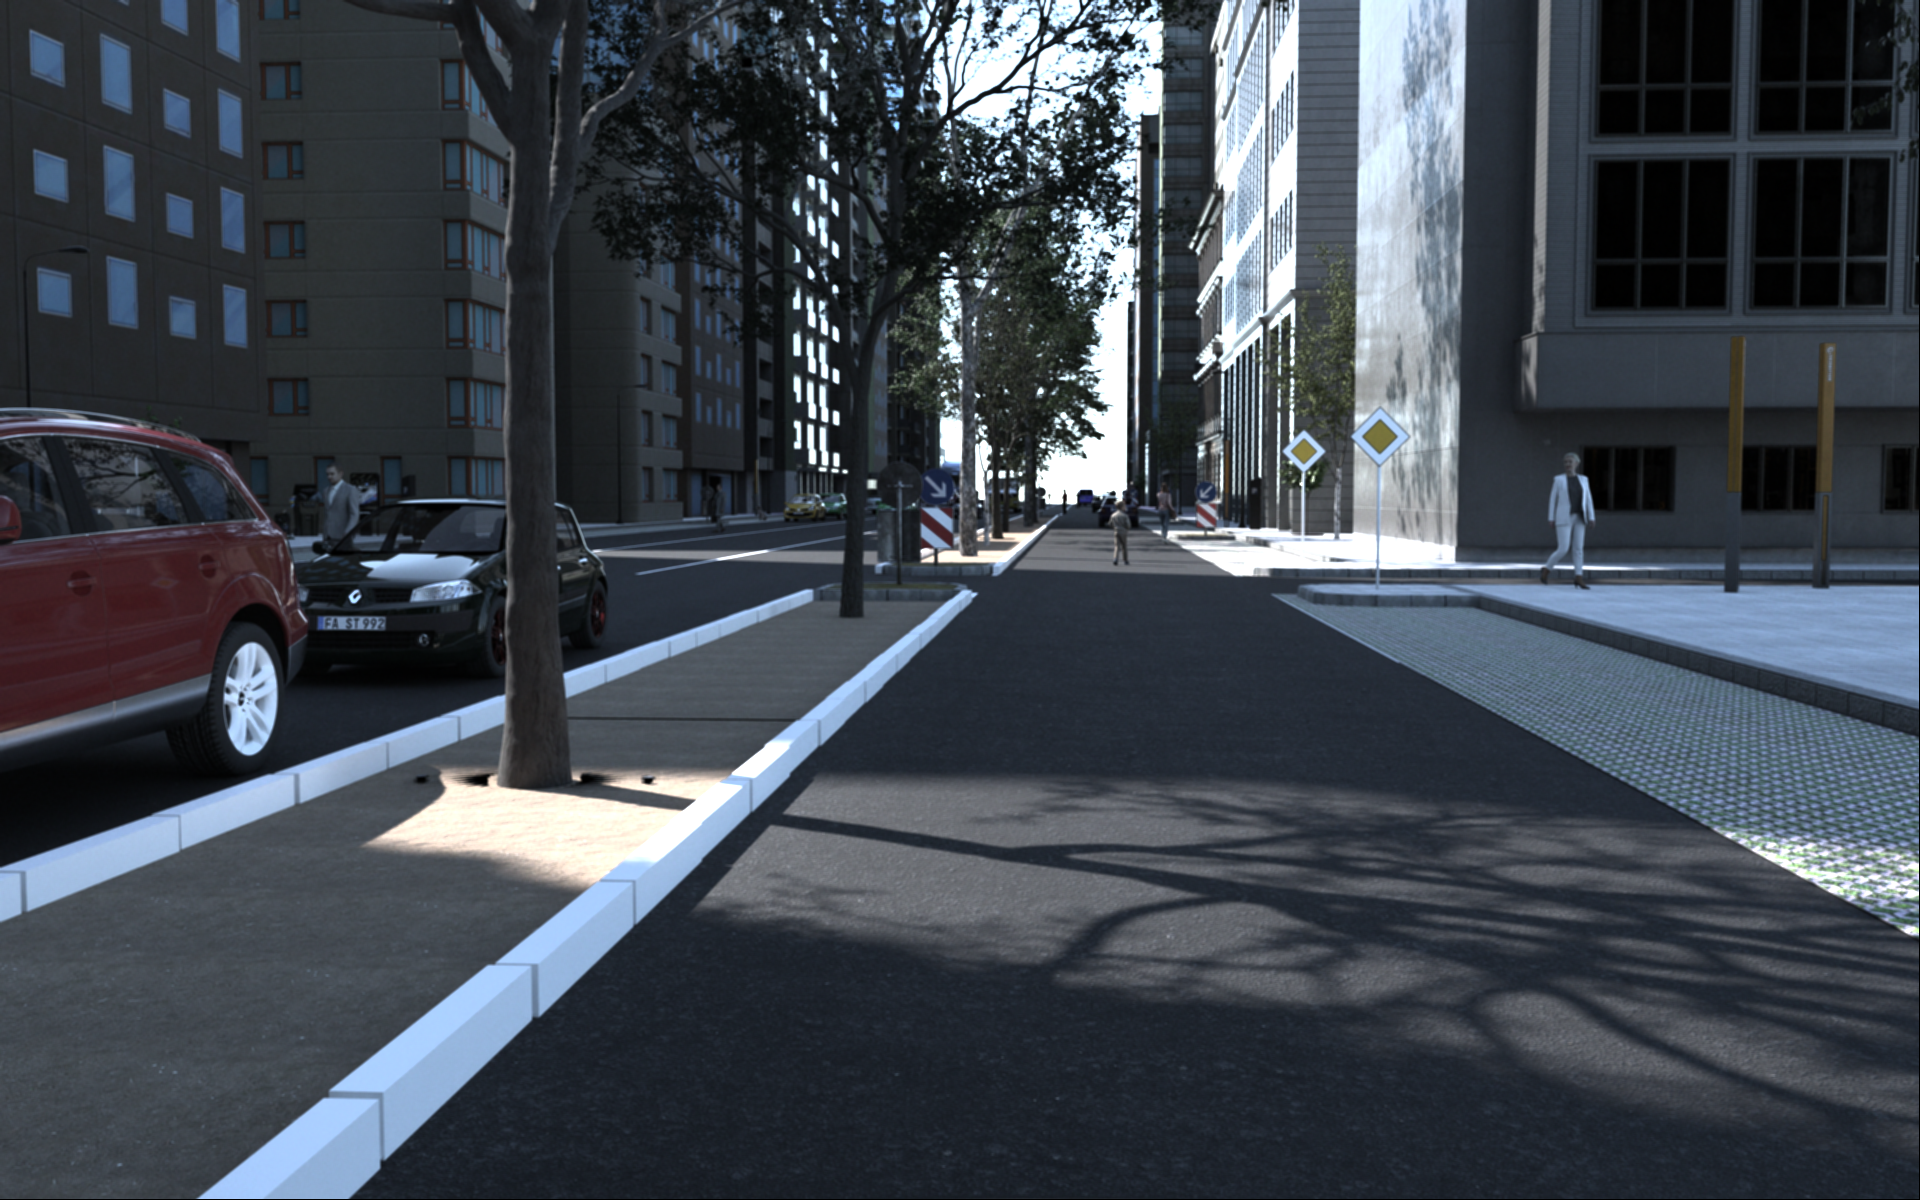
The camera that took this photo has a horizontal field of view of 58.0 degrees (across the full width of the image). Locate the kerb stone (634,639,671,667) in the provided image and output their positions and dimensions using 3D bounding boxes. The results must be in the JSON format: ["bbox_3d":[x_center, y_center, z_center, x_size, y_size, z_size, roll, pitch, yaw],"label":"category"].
[{"bbox_3d":[-2.633,0.465,14.589,0.120,0.150,1.000,0,4,4],"label":"kerb stone"}]

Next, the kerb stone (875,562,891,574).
[{"bbox_3d":[-1.424,-0.569,31.500,0.120,0.150,1.000,0,4,4],"label":"kerb stone"}]

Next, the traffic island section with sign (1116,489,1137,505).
[{"bbox_3d":[12.934,-7.430,130.102,1.989,1.847,2.006,0,4,4],"label":"traffic island section with sign"}]

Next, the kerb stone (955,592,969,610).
[{"bbox_3d":[-0.014,0.041,21.584,0.120,0.150,1.000,0,4,4],"label":"kerb stone"}]

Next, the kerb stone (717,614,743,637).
[{"bbox_3d":[-2.399,0.278,17.655,0.120,0.150,1.000,0,4,4],"label":"kerb stone"}]

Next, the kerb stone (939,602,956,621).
[{"bbox_3d":[-0.165,0.163,19.540,0.120,0.150,1.000,0,4,4],"label":"kerb stone"}]

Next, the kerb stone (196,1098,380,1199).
[{"bbox_3d":[-1.326,1.163,3.180,0.120,0.150,1.000,0,4,4],"label":"kerb stone"}]

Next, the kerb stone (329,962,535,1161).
[{"bbox_3d":[-1.261,1.099,4.219,0.120,0.150,1.000,0,4,4],"label":"kerb stone"}]

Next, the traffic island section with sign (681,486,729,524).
[{"bbox_3d":[-12.052,-4.500,82.202,1.989,1.847,2.006,0,4,4],"label":"traffic island section with sign"}]

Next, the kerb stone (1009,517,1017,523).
[{"bbox_3d":[2.735,-4.131,89.777,0.120,0.150,1.000,0,4,4],"label":"kerb stone"}]

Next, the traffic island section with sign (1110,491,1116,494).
[{"bbox_3d":[14.884,-9.096,157.354,1.989,1.847,2.006,0,4,4],"label":"traffic island section with sign"}]

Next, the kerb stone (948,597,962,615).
[{"bbox_3d":[-0.096,0.100,20.560,0.120,0.150,1.000,0,4,4],"label":"kerb stone"}]

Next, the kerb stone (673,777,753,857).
[{"bbox_3d":[-1.038,0.912,7.281,0.120,0.150,1.000,0,4,4],"label":"kerb stone"}]

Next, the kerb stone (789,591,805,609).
[{"bbox_3d":[-2.115,0.028,21.741,0.120,0.150,1.000,0,4,4],"label":"kerb stone"}]

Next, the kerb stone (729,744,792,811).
[{"bbox_3d":[-0.959,0.850,8.302,0.120,0.150,1.000,0,4,4],"label":"kerb stone"}]

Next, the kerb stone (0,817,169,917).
[{"bbox_3d":[-3.202,0.966,6.397,0.120,0.150,1.000,0,4,4],"label":"kerb stone"}]

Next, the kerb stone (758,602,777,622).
[{"bbox_3d":[-2.257,0.155,19.702,0.120,0.150,1.000,0,4,4],"label":"kerb stone"}]

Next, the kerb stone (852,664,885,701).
[{"bbox_3d":[-0.668,0.600,12.388,0.120,0.150,1.000,0,4,4],"label":"kerb stone"}]

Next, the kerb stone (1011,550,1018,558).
[{"bbox_3d":[1.120,-0.936,37.492,0.120,0.150,1.000,0,4,4],"label":"kerb stone"}]

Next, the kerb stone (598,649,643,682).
[{"bbox_3d":[-2.692,0.528,13.568,0.120,0.150,1.000,0,4,4],"label":"kerb stone"}]

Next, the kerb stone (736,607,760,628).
[{"bbox_3d":[-2.340,0.215,18.676,0.120,0.150,1.000,0,4,4],"label":"kerb stone"}]

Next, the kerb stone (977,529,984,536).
[{"bbox_3d":[0.769,-2.441,62.152,0.120,0.150,1.000,0,4,4],"label":"kerb stone"}]

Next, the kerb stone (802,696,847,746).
[{"bbox_3d":[-0.816,0.725,10.349,0.120,0.150,1.000,0,4,4],"label":"kerb stone"}]

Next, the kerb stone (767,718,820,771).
[{"bbox_3d":[-0.901,0.787,9.323,0.120,0.150,1.000,0,4,4],"label":"kerb stone"}]

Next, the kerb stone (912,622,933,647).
[{"bbox_3d":[-0.381,0.350,16.474,0.120,0.150,1.000,0,4,4],"label":"kerb stone"}]

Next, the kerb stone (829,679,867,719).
[{"bbox_3d":[-0.749,0.662,11.369,0.120,0.150,1.000,0,4,4],"label":"kerb stone"}]

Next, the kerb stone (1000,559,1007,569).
[{"bbox_3d":[0.750,-0.622,32.363,0.120,0.150,1.000,0,4,4],"label":"kerb stone"}]

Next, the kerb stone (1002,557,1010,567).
[{"bbox_3d":[0.829,-0.683,33.391,0.120,0.150,1.000,0,4,4],"label":"kerb stone"}]

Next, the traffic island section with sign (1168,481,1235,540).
[{"bbox_3d":[7.525,-2.781,54.099,1.989,1.847,2.006,0,4,4],"label":"traffic island section with sign"}]

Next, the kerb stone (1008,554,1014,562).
[{"bbox_3d":[0.967,-0.807,35.447,0.120,0.150,1.000,0,4,4],"label":"kerb stone"}]

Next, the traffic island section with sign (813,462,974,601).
[{"bbox_3d":[-0.910,-0.969,23.974,2.006,1.907,1.989,0,4,4],"label":"traffic island section with sign"}]

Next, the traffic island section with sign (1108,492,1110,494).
[{"bbox_3d":[18.877,-12.524,213.398,1.989,1.847,2.006,0,4,4],"label":"traffic island section with sign"}]

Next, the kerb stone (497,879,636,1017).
[{"bbox_3d":[-1.177,1.038,5.238,0.120,0.150,1.000,0,4,4],"label":"kerb stone"}]

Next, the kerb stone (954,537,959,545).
[{"bbox_3d":[-0.034,-1.757,50.925,0.120,0.150,1.000,0,4,4],"label":"kerb stone"}]

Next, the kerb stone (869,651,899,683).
[{"bbox_3d":[-0.605,0.537,13.409,0.120,0.150,1.000,0,4,4],"label":"kerb stone"}]

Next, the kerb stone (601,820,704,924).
[{"bbox_3d":[-1.103,0.975,6.260,0.120,0.150,1.000,0,4,4],"label":"kerb stone"}]

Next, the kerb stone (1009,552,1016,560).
[{"bbox_3d":[1.039,-0.866,36.467,0.120,0.150,1.000,0,4,4],"label":"kerb stone"}]

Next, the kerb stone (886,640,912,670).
[{"bbox_3d":[-0.527,0.475,14.428,0.120,0.150,1.000,0,4,4],"label":"kerb stone"}]

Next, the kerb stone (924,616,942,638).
[{"bbox_3d":[-0.307,0.296,17.494,0.120,0.150,1.000,0,4,4],"label":"kerb stone"}]

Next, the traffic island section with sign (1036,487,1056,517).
[{"bbox_3d":[4.957,-6.005,106.312,2.006,1.907,1.989,0,4,4],"label":"traffic island section with sign"}]

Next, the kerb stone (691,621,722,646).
[{"bbox_3d":[-2.473,0.341,16.629,0.120,0.150,1.000,0,4,4],"label":"kerb stone"}]

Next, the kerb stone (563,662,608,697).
[{"bbox_3d":[-2.768,0.590,12.549,0.120,0.150,1.000,0,4,4],"label":"kerb stone"}]

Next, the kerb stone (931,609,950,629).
[{"bbox_3d":[-0.236,0.227,18.521,0.120,0.150,1.000,0,4,4],"label":"kerb stone"}]

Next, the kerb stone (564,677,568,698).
[{"bbox_3d":[-2.838,0.659,11.527,0.120,0.150,1.000,0,4,4],"label":"kerb stone"}]

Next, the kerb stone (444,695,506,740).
[{"bbox_3d":[-2.910,0.715,10.507,0.120,0.150,1.000,0,4,4],"label":"kerb stone"}]

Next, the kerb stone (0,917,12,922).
[{"bbox_3d":[-3.276,1.030,5.373,0.120,0.150,1.000,0,4,4],"label":"kerb stone"}]

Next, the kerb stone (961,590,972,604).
[{"bbox_3d":[0.064,-0.026,22.615,0.120,0.150,1.000,0,4,4],"label":"kerb stone"}]

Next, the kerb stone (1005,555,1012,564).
[{"bbox_3d":[0.901,-0.748,34.419,0.120,0.150,1.000,0,4,4],"label":"kerb stone"}]

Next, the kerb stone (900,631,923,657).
[{"bbox_3d":[-0.461,0.418,15.455,0.120,0.150,1.000,0,4,4],"label":"kerb stone"}]

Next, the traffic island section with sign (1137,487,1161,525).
[{"bbox_3d":[9.438,-4.426,80.987,1.989,1.847,2.006,0,4,4],"label":"traffic island section with sign"}]

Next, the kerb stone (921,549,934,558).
[{"bbox_3d":[-0.762,-1.130,40.693,0.120,0.150,1.000,0,4,4],"label":"kerb stone"}]

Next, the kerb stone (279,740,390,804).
[{"bbox_3d":[-3.058,0.841,8.459,0.120,0.150,1.000,0,4,4],"label":"kerb stone"}]

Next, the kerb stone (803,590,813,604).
[{"bbox_3d":[-2.043,-0.035,22.773,0.120,0.150,1.000,0,4,4],"label":"kerb stone"}]

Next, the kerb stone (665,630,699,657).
[{"bbox_3d":[-2.549,0.404,15.610,0.120,0.150,1.000,0,4,4],"label":"kerb stone"}]

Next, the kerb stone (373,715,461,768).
[{"bbox_3d":[-2.986,0.781,9.479,0.120,0.150,1.000,0,4,4],"label":"kerb stone"}]

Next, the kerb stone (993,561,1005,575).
[{"bbox_3d":[0.680,-0.559,31.340,0.120,0.150,1.000,0,4,4],"label":"kerb stone"}]

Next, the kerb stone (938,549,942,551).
[{"bbox_3d":[-0.611,-1.256,42.738,0.120,0.150,1.000,0,4,4],"label":"kerb stone"}]

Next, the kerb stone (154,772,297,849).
[{"bbox_3d":[-3.140,0.903,7.428,0.120,0.150,1.000,0,4,4],"label":"kerb stone"}]

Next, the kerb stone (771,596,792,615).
[{"bbox_3d":[-2.188,0.090,20.722,0.120,0.150,1.000,0,4,4],"label":"kerb stone"}]

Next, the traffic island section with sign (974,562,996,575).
[{"bbox_3d":[-0.374,-1.421,31.362,2.006,1.907,1.989,0,4,4],"label":"traffic island section with sign"}]
